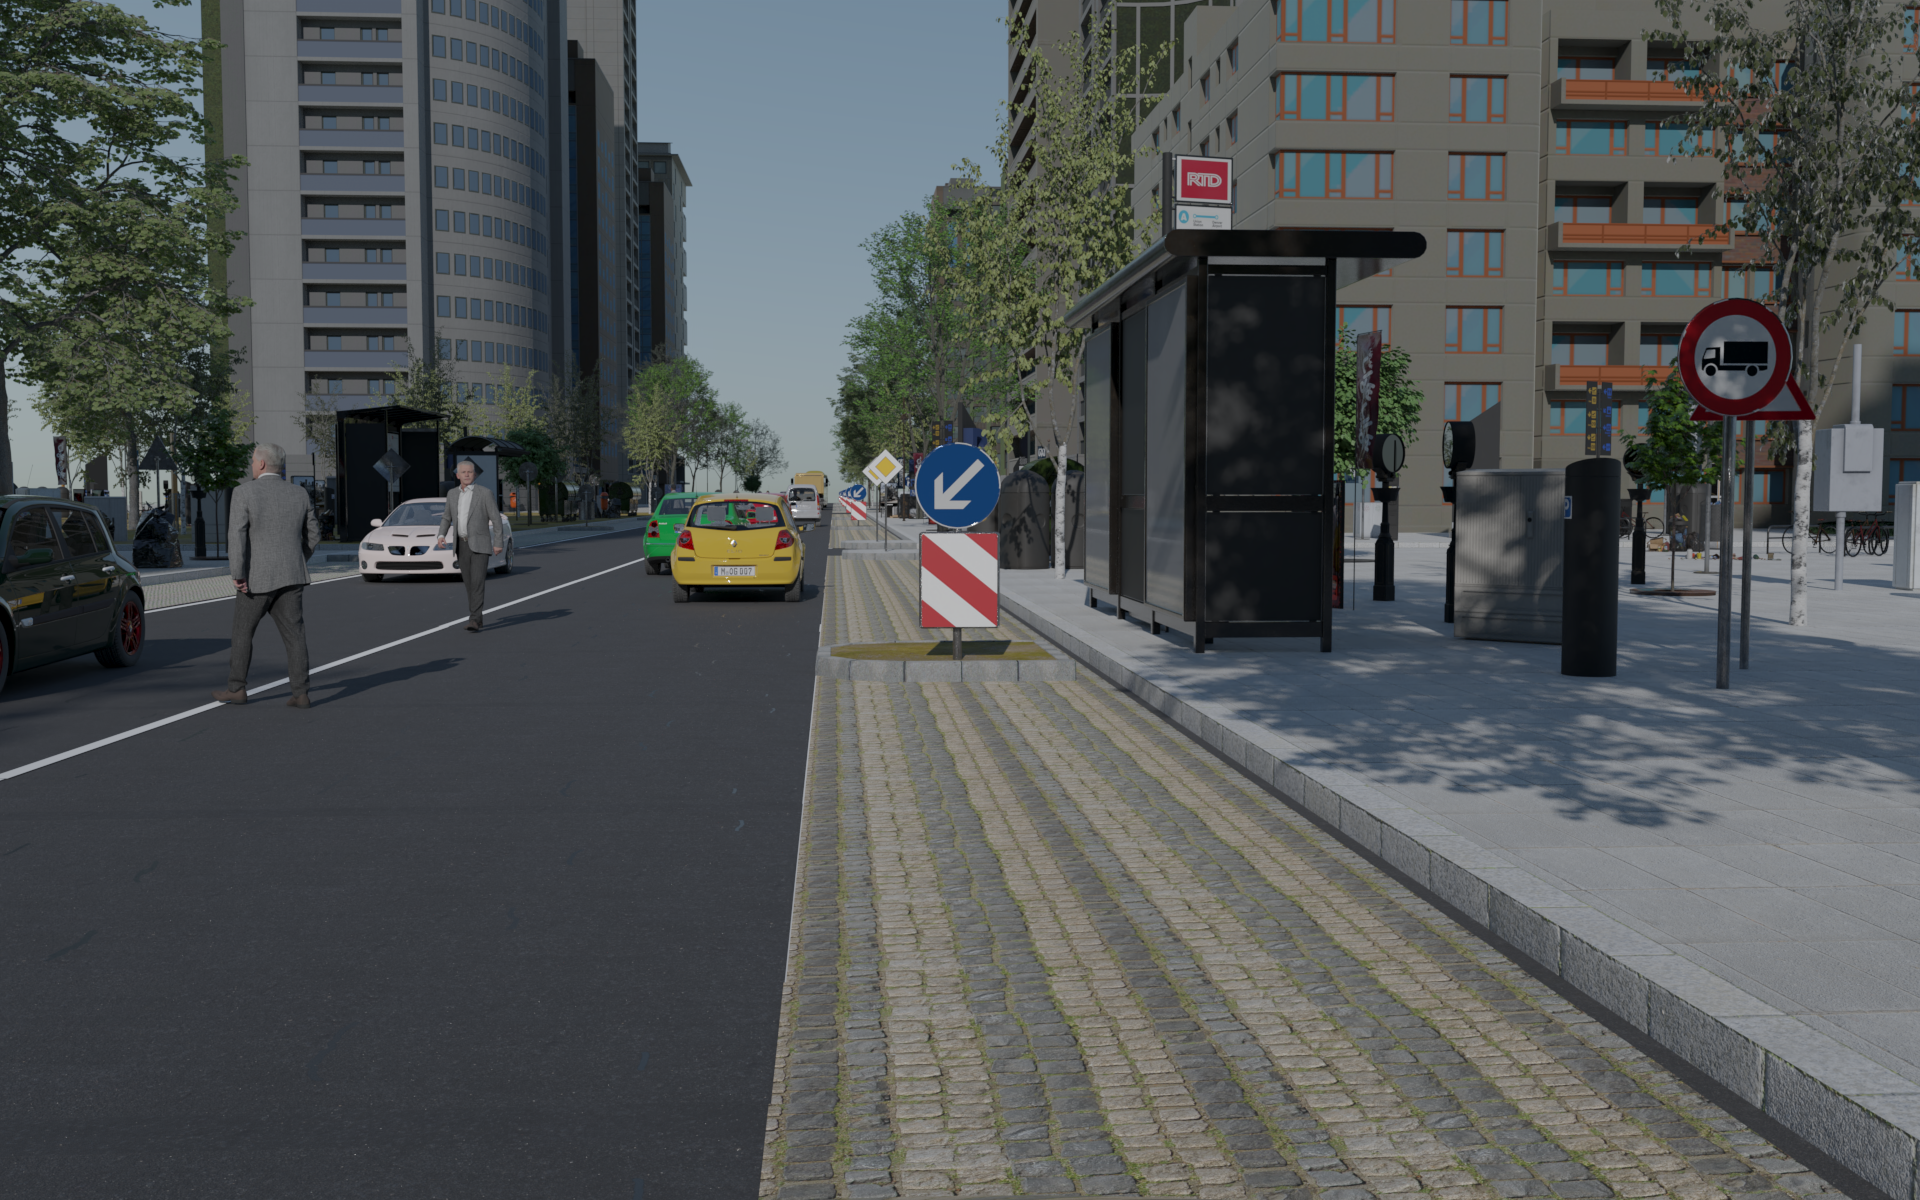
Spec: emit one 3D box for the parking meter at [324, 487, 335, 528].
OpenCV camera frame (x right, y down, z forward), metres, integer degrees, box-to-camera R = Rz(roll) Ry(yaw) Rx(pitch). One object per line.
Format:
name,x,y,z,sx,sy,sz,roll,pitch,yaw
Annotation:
parking meter,-23.940,-3.509,65.776,0.372,1.533,0.369,0,3,0

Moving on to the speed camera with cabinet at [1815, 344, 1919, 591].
speed camera with cabinet,12.554,-1.759,23.095,2.038,3.252,0.660,0,4,5

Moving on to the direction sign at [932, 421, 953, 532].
direction sign,-0.543,-3.772,53.667,0.876,3.537,0.379,3,5,43

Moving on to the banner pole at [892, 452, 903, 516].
banner pole,-3.659,-6.932,103.358,0.863,3.779,0.401,0,4,-6

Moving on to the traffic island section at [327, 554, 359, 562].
traffic island section,-12.448,-0.958,37.950,2.009,0.180,2.903,0,4,-4

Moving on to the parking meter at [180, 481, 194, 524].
parking meter,-32.745,-4.134,73.302,0.399,1.863,0.255,1,4,18

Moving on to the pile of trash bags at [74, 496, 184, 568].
pile of trash bags,-15.417,-1.265,30.432,3.447,1.369,1.912,-1,4,-10

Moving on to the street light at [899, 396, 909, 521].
street light,-2.650,-6.666,81.780,0.468,5.910,1.993,0,4,-4

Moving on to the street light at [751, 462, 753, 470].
street light,-29.287,-16.572,243.745,0.468,5.910,1.993,0,4,-4

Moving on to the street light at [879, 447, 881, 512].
street light,-5.618,-9.060,120.916,0.468,5.910,1.993,0,4,-4

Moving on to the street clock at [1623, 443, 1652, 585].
street clock,9.656,-1.225,24.606,0.471,2.002,0.358,1,4,18

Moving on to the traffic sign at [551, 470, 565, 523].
traffic sign,-18.048,-4.731,77.459,0.768,2.556,0.104,0,4,1

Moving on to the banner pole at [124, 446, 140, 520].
banner pole,-41.595,-5.925,86.896,0.863,3.779,0.401,-1,4,-12

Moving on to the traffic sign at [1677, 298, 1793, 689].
traffic sign,5.031,-0.688,11.348,0.768,2.556,0.104,0,4,-3

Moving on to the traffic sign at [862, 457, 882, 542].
traffic sign,-2.235,-2.628,46.611,0.795,2.450,0.064,0,4,-4

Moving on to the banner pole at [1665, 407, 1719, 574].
banner pole,11.972,-2.326,28.055,0.401,3.779,0.863,-1,4,-19

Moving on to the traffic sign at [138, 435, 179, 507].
traffic sign,-17.786,-2.350,38.429,0.884,2.594,0.081,0,4,-3

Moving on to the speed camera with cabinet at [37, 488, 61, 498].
speed camera with cabinet,-25.442,-3.212,46.854,0.660,3.252,2.038,2,4,27

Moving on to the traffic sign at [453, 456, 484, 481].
traffic sign,-13.003,-2.582,45.854,0.795,2.450,0.064,0,4,-4

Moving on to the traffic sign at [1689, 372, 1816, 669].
traffic sign,5.749,-0.772,12.626,0.884,2.594,0.081,0,4,5

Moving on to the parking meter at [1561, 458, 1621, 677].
parking meter,4.466,-0.235,12.259,0.372,1.533,0.369,0,3,0

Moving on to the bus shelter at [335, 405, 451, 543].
bus shelter,-15.802,-3.507,48.623,1.731,3.624,6.357,0,4,-4

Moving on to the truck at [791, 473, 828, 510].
truck,-13.669,-9.860,157.137,3.469,3.379,9.791,0,4,-5

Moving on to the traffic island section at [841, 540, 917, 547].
traffic island section,-2.212,-1.493,46.690,2.009,0.180,2.903,0,4,-4

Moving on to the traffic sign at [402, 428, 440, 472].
traffic sign,-17.206,-3.651,53.564,2.265,3.308,0.079,0,4,4

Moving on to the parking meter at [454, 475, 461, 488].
parking meter,-15.604,-2.967,54.229,0.399,1.863,0.255,-1,4,-21

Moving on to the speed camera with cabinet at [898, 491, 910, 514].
speed camera with cabinet,-2.580,-6.550,101.422,2.038,3.252,0.660,1,4,18

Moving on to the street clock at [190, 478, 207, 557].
street clock,-15.578,-1.890,35.467,0.358,2.002,0.471,-3,4,-36

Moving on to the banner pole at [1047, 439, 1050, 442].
banner pole,3.869,-5.456,79.216,0.863,3.779,0.401,3,4,39

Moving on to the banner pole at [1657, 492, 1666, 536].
banner pole,21.664,-3.870,53.298,0.401,3.779,0.863,0,4,8

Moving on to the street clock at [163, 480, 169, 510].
street clock,-41.378,-5.242,90.277,0.358,2.002,0.471,-2,4,-29

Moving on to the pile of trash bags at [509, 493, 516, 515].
pile of trash bags,-28.003,-5.719,103.257,3.447,1.369,1.912,-1,4,-21

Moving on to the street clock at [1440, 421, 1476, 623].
street clock,4.950,-0.775,17.240,0.358,2.002,0.471,0,4,3

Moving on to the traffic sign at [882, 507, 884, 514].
traffic sign,-4.880,-6.704,109.721,0.768,2.556,0.104,0,4,4

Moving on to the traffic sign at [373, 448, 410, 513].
traffic sign,-12.425,-2.095,37.890,0.795,2.450,0.064,0,4,-4

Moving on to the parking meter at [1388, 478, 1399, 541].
parking meter,11.895,-2.559,47.551,0.255,1.863,0.399,1,4,21

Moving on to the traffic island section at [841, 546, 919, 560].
traffic island section,-1.635,-1.006,38.726,2.009,0.180,2.903,0,4,-4

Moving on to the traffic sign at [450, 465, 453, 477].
traffic sign,-19.539,-4.132,67.661,0.768,2.556,0.104,0,4,4

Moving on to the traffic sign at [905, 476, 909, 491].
traffic sign,-3.601,-7.450,121.906,0.768,2.556,0.104,0,4,-4

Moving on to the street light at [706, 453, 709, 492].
street light,-23.431,-11.489,160.626,0.468,5.910,1.993,0,4,-4

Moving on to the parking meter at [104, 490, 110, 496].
parking meter,-51.781,-5.912,105.069,0.372,1.533,0.369,0,3,0

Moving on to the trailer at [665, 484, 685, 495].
trailer,-16.824,-5.811,102.057,1.471,1.999,3.904,0,4,-5

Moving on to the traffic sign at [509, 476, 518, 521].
traffic sign,-21.399,-5.104,83.560,0.768,2.556,0.104,0,4,1

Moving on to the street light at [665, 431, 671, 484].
street light,-20.669,-9.163,122.608,0.468,5.910,1.993,0,4,-4

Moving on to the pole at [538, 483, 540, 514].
pole,-27.025,-7.185,111.318,0.158,3.312,0.155,0,3,0

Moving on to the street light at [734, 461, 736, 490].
street light,-26.599,-14.213,205.163,0.468,5.910,1.993,0,4,-4

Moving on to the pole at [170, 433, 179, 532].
pole,-26.259,-3.917,57.892,0.158,3.312,0.155,0,3,0

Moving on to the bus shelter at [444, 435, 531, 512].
bus shelter,-17.001,-4.202,62.624,2.014,3.302,5.546,0,4,-4

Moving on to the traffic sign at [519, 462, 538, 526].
traffic sign,-17.165,-4.204,68.846,0.768,2.556,0.104,0,4,5

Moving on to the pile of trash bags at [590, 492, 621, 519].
pile of trash bags,-18.871,-5.003,91.552,1.912,1.369,3.447,-1,4,-16

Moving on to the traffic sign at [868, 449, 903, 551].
traffic sign,-1.658,-2.141,38.647,0.795,2.450,0.064,0,4,-4

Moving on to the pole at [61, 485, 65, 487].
pole,-58.519,-7.289,113.017,0.158,3.312,0.155,0,3,0

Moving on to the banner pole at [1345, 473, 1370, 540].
banner pole,11.155,-3.589,48.691,0.863,3.779,0.401,-2,4,-24

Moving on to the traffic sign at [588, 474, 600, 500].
traffic sign,-23.197,-6.716,109.910,0.768,2.556,0.104,0,4,0

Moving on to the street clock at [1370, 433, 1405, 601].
street clock,5.096,-0.990,20.763,0.471,2.002,0.358,-3,5,-41

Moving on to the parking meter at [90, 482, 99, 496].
parking meter,-42.177,-4.814,84.426,0.399,1.863,0.255,2,4,33

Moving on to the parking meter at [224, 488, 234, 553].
parking meter,-15.840,-1.796,37.779,0.372,1.533,0.369,0,3,0

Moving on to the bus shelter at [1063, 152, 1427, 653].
bus shelter,2.369,-2.475,18.092,2.179,5.291,8.768,0,4,-4

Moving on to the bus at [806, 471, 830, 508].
bus,-15.323,-11.647,181.982,2.896,3.916,12.252,0,4,-2
